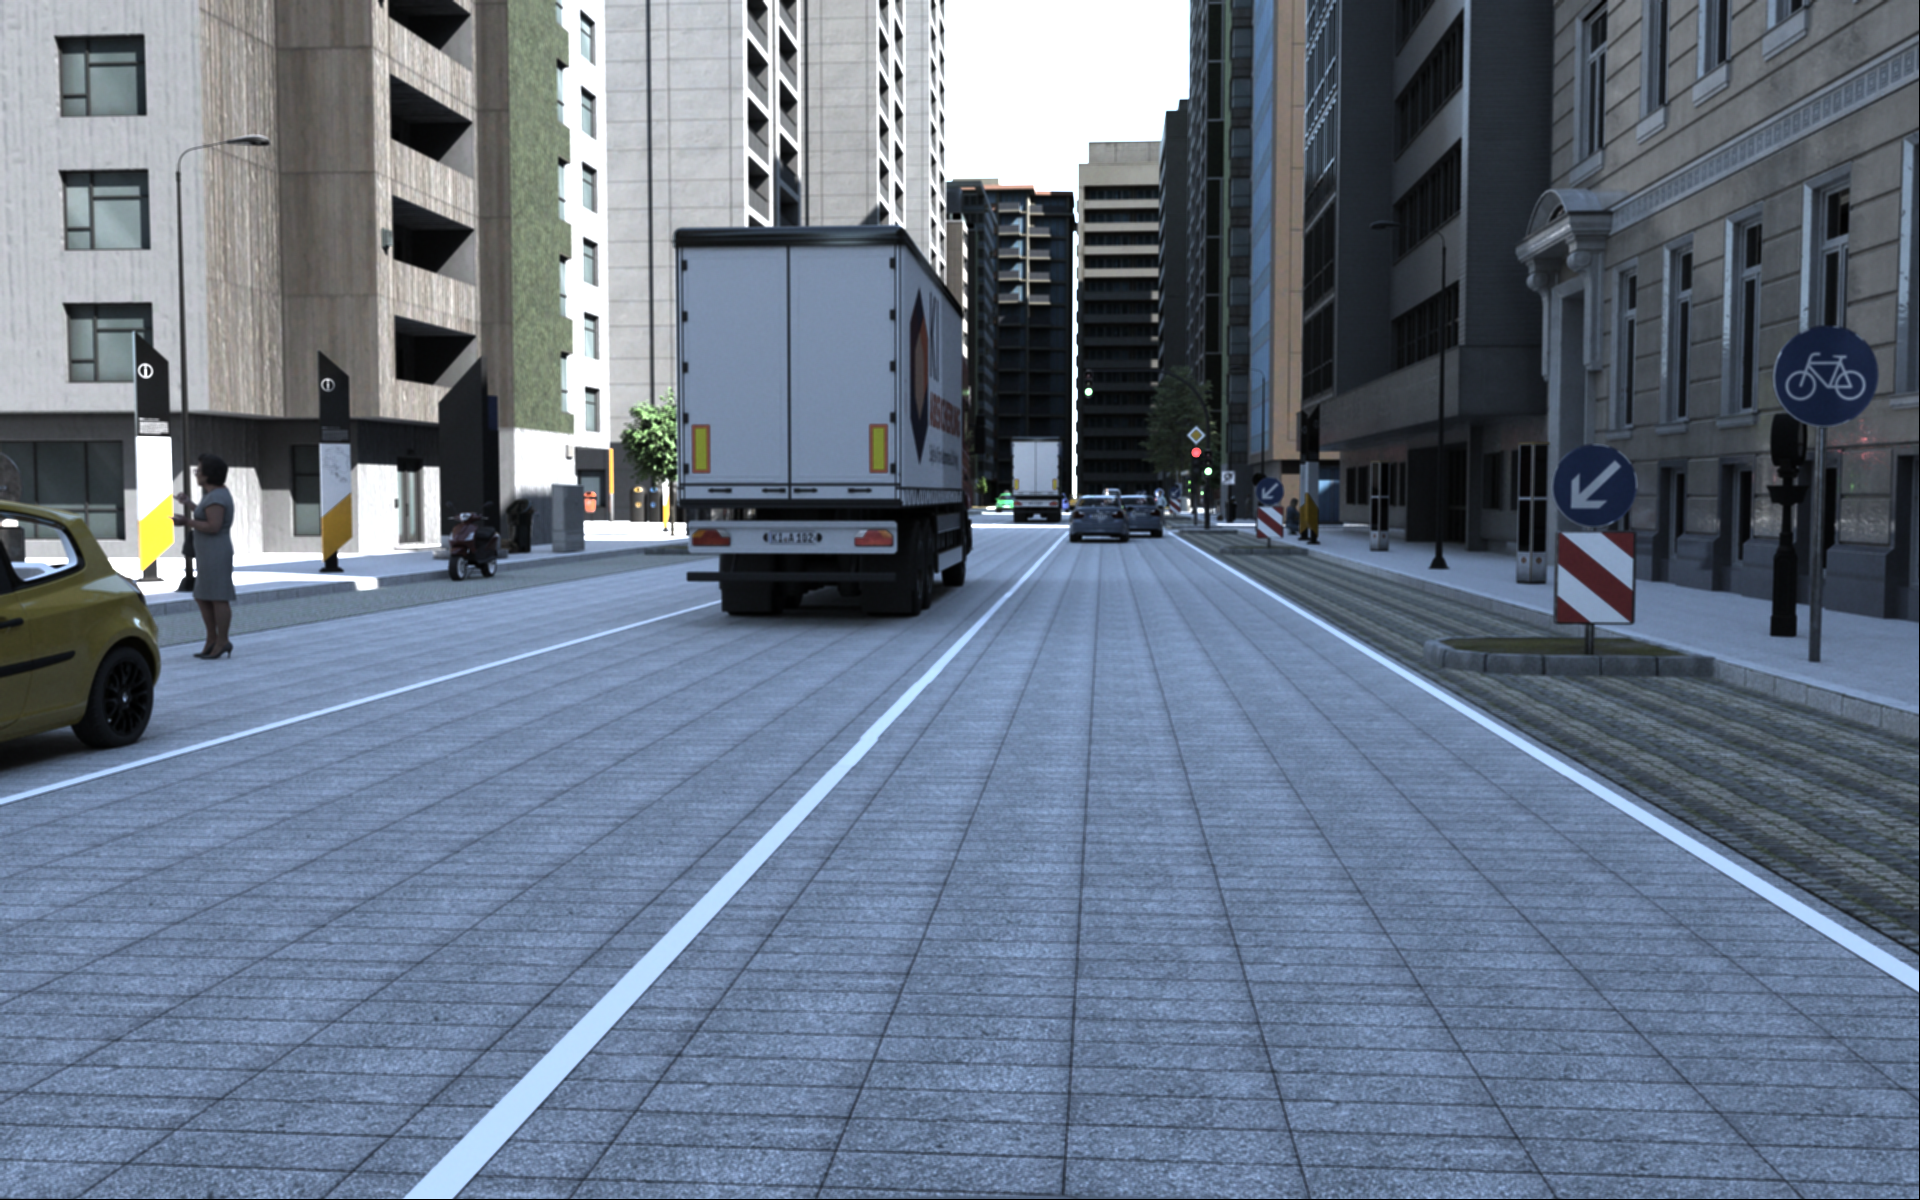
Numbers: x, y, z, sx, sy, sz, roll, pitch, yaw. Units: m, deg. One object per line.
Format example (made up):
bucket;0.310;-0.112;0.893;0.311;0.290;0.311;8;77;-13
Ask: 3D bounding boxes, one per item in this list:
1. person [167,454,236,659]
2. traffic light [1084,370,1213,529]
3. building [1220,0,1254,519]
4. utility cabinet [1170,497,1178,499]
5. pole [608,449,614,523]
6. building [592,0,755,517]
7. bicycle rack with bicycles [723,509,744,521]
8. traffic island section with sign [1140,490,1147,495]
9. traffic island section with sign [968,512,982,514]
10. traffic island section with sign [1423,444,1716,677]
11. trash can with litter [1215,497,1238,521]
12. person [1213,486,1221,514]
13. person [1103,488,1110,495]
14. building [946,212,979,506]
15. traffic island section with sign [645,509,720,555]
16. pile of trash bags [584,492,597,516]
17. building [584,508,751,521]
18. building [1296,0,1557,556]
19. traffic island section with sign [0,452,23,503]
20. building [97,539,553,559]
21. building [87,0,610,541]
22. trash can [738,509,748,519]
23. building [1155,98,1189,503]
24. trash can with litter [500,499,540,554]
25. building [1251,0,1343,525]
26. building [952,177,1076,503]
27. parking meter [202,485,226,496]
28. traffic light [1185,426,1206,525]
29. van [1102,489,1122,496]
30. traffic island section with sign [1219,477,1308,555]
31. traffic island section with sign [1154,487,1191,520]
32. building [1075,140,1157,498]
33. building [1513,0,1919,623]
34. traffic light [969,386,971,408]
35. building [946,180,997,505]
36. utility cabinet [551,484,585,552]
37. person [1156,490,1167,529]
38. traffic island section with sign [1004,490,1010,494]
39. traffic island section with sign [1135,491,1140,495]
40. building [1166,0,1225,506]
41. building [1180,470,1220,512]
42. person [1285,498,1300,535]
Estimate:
person;-6.603;-0.381;15.091;0.532;1.782;0.716;-2;4;-23
traffic light;6.912;-5.416;63.214;4.771;5.953;1.251;0;4;5
building;21.470;-25.174;95.185;14.154;41.232;14.086;0;4;5
utility cabinet;16.814;-7.800;136.202;0.318;1.500;1.173;-1;4;-11
pole;-15.723;-5.150;78.039;0.158;3.312;0.155;0;3;0
building;-12.238;-41.566;117.862;20.563;71.187;20.611;0;4;5
bicycle rack with bicycles;-9.142;-3.727;74.318;2.852;0.926;2.925;0;4;-3
traffic island section with sign;14.113;-7.049;123.875;1.989;1.847;2.006;0;4;5
traffic island section with sign;0.541;-7.042;123.757;1.989;1.847;2.006;0;4;5
traffic island section with sign;4.982;-0.360;14.507;1.989;1.847;2.006;0;4;5
trash can with litter;12.853;-4.423;83.697;1.055;1.170;0.624;0;4;1
person;16.598;-6.435;111.227;0.573;1.828;0.580;2;4;30
person;10.519;-7.063;123.752;0.659;1.850;0.755;0;4;-6
building;-5.596;-24.785;176.928;14.160;30.474;14.107;0;4;5
traffic island section with sign;-6.338;-2.010;41.497;1.989;1.847;2.006;0;4;5
pile of trash bags;-18.159;-4.214;78.643;3.447;1.369;1.912;0;4;6
building;-17.046;-39.838;89.606;20.563;71.187;20.611;0;4;5
building;17.804;-13.883;46.053;14.314;24.678;30.058;0;4;5
traffic island section with sign;-8.584;-0.367;14.635;1.989;1.847;2.006;0;4;5
building;-17.936;-16.384;39.578;14.160;30.474;14.107;0;4;5
building;-19.701;-17.482;57.537;14.107;30.474;14.160;0;4;5
trash can;-9.770;-4.015;77.299;0.748;1.137;0.748;0;3;0
building;34.922;-35.761;208.392;21.300;48.544;21.600;0;4;5
trash can with litter;-9.617;-1.605;37.632;0.624;1.170;1.055;1;4;10
building;20.599;-26.094;76.751;14.200;45.320;14.600;0;4;5
building;1.682;-35.950;242.409;28.867;44.769;22.147;0;4;5
parking meter;-12.455;-1.257;28.956;0.372;1.533;0.369;0;3;0
traffic light;9.669;-5.029;71.139;0.839;4.253;0.868;0;4;5
van;11.890;-7.843;135.252;2.013;2.044;4.112;0;4;7
traffic island section with sign;7.216;-2.003;41.370;1.989;1.847;2.006;0;4;5
traffic island section with sign;11.830;-5.374;96.500;1.989;1.847;2.006;0;4;5
building;26.909;-37.697;240.045;21.600;48.544;21.300;0;4;5
building;16.062;-14.373;20.903;13.634;28.700;20.117;0;4;5
traffic light;-1.954;-5.961;72.127;4.771;5.953;1.251;0;4;5
building;-7.898;-31.547;207.674;23.993;40.220;32.217;0;4;5
utility cabinet;-8.667;-1.816;38.373;0.318;1.500;1.173;1;4;9
person;8.299;-3.756;71.725;0.330;1.601;0.589;-3;4;-37
traffic island section with sign;4.778;-10.143;174.462;1.989;1.847;2.006;0;4;5
traffic island section with sign;18.223;-10.054;173.006;1.989;1.847;2.006;0;4;5
building;33.057;-45.759;186.419;20.563;71.187;20.611;0;4;5
building;32.774;-26.612;126.991;32.217;40.220;23.993;0;4;5
person;10.617;-2.646;54.806;0.738;1.151;1.012;0;4;-7
